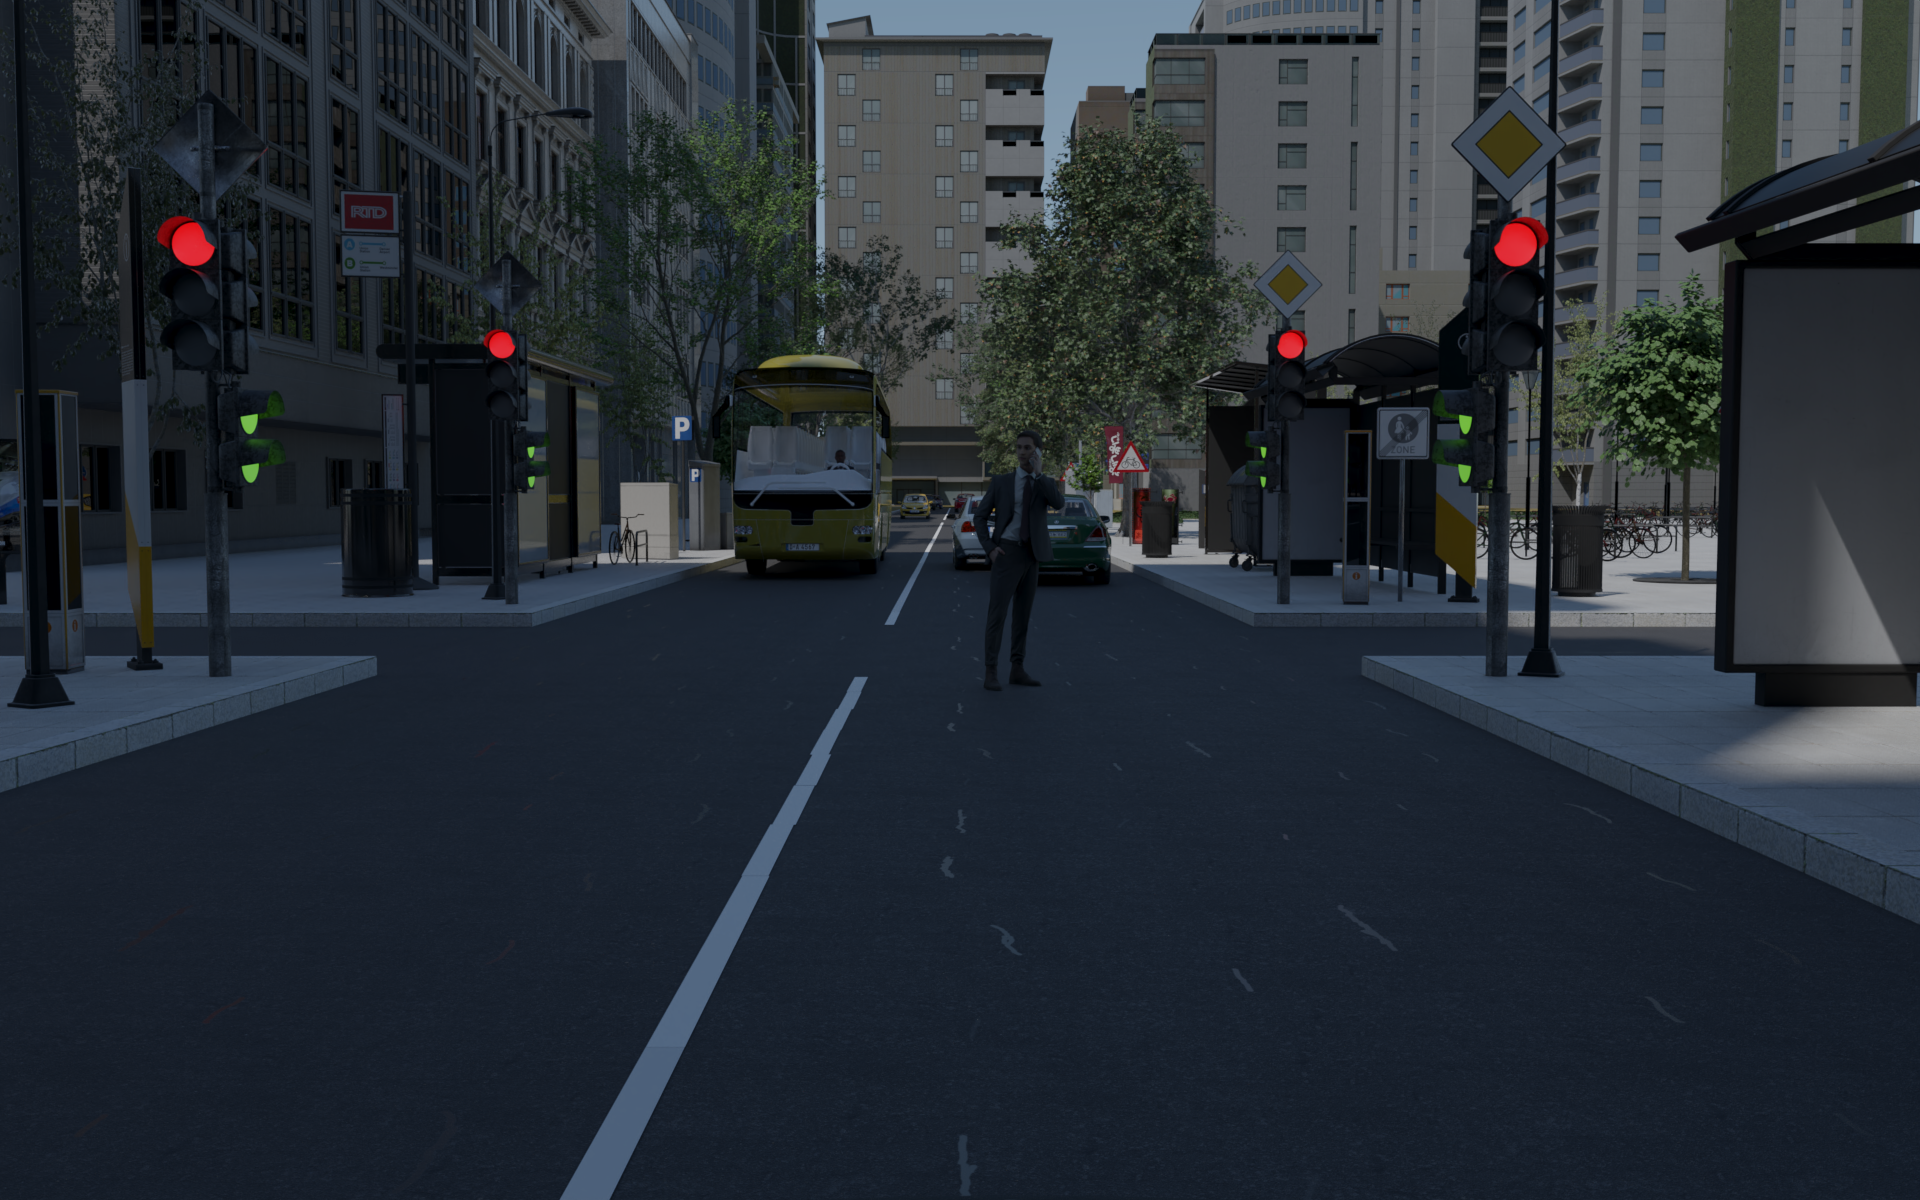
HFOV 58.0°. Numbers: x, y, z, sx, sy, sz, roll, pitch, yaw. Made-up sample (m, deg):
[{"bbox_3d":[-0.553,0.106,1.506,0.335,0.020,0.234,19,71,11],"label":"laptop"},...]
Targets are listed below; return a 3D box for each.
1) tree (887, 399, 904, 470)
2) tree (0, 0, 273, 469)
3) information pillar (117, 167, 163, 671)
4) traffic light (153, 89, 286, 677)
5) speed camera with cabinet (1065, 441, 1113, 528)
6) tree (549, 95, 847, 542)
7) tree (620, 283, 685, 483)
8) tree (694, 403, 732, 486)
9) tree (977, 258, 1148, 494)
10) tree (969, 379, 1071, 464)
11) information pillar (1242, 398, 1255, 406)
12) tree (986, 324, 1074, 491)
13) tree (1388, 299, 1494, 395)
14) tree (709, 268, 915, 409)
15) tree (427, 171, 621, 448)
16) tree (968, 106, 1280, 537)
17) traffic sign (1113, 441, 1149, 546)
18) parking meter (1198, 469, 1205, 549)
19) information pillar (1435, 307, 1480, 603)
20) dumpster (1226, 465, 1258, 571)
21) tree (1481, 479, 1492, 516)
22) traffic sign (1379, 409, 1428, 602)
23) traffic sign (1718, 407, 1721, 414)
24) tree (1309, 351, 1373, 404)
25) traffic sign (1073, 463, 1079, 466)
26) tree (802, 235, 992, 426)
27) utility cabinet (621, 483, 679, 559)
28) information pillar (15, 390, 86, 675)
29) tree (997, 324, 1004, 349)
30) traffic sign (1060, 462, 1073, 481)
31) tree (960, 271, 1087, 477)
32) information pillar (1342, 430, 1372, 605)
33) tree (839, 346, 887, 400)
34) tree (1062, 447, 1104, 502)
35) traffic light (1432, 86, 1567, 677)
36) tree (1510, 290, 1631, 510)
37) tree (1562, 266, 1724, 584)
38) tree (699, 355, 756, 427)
[{"bbox_3d":[-6.539,-9.816,110.854,4.737,8.622,4.395,0,3,0],"label":"tree"},{"bbox_3d":[-11.107,-4.453,23.176,4.360,8.622,3.978,0,3,0],"label":"tree"},{"bbox_3d":[-6.048,-1.306,12.706,0.183,3.616,0.504,-3,4,-36],"label":"information pillar"},{"bbox_3d":[-5.194,-1.417,12.083,0.839,4.253,0.868,0,3,0],"label":"traffic light"},{"bbox_3d":[4.816,-4.296,64.577,2.038,3.252,0.660,-3,5,-43],"label":"speed camera with cabinet"},{"bbox_3d":[-6.899,-7.382,46.456,9.928,11.665,9.643,0,3,0],"label":"tree"},{"bbox_3d":[-11.171,-6.675,59.505,4.737,8.622,4.395,0,3,0],"label":"tree"},{"bbox_3d":[-6.526,-4.291,53.871,4.285,4.588,4.351,0,3,0],"label":"tree"},{"bbox_3d":[4.928,-9.709,76.864,7.486,12.596,7.792,0,3,0],"label":"tree"},{"bbox_3d":[4.548,-10.708,109.487,8.767,10.594,7.601,0,4,8],"label":"tree"},{"bbox_3d":[6.611,-2.961,39.763,0.504,3.616,0.183,-1,4,-19],"label":"information pillar"},{"bbox_3d":[5.191,-10.005,89.342,9.928,11.665,9.643,0,3,0],"label":"tree"},{"bbox_3d":[17.848,-7.004,64.873,4.360,8.622,3.978,0,3,0],"label":"tree"},{"bbox_3d":[-6.327,-8.418,72.049,8.767,10.594,7.601,-2,4,-33],"label":"tree"},{"bbox_3d":[-10.129,-5.466,39.727,4.737,8.622,4.395,0,3,0],"label":"tree"},{"bbox_3d":[5.058,-8.244,51.793,9.611,12.733,9.660,0,3,0],"label":"tree"},{"bbox_3d":[4.177,-2.593,42.394,0.884,2.594,0.081,0,4,7],"label":"traffic sign"},{"bbox_3d":[5.819,-2.144,40.770,0.399,1.863,0.255,1,4,8],"label":"parking meter"},{"bbox_3d":[5.908,-1.782,20.496,0.504,3.616,0.183,2,4,26],"label":"information pillar"},{"bbox_3d":[5.274,-1.443,29.359,1.264,1.857,1.865,0,3,0],"label":"dumpster"},{"bbox_3d":[22.739,-4.886,74.483,1.663,3.219,1.824,0,3,0],"label":"tree"},{"bbox_3d":[5.246,-1.128,20.580,0.606,2.300,0.079,0,4,3],"label":"traffic sign"},{"bbox_3d":[5.450,-0.701,11.460,0.884,2.594,0.081,0,4,5],"label":"traffic sign"},{"bbox_3d":[18.904,-8.474,88.918,4.737,8.622,4.395,0,3,0],"label":"tree"},{"bbox_3d":[4.736,-4.332,70.942,0.768,2.556,0.104,1,4,8],"label":"traffic sign"},{"bbox_3d":[-5.402,-16.426,124.446,12.611,20.169,13.585,0,3,0],"label":"tree"},{"bbox_3d":[-6.095,-1.551,34.042,1.173,1.500,0.318,2,4,27],"label":"utility cabinet"},{"bbox_3d":[-6.495,-0.482,12.379,0.304,2.012,0.304,0,4,-4],"label":"information pillar"},{"bbox_3d":[3.285,-19.412,173.277,12.611,20.169,13.585,0,3,0],"label":"tree"},{"bbox_3d":[4.506,-4.302,70.340,0.884,2.594,0.081,0,4,4],"label":"traffic sign"},{"bbox_3d":[4.901,-11.826,100.006,9.857,13.997,8.962,0,3,0],"label":"tree"},{"bbox_3d":[4.605,-0.956,20.117,0.304,2.012,0.304,1,4,10],"label":"information pillar"},{"bbox_3d":[-6.323,-8.161,83.796,4.737,8.622,4.395,0,3,0],"label":"tree"},{"bbox_3d":[4.694,-4.104,61.698,1.663,3.219,1.824,0,3,0],"label":"tree"},{"bbox_3d":[3.767,-1.418,12.111,0.839,4.253,0.868,0,3,0],"label":"traffic light"},{"bbox_3d":[22.436,-6.892,63.045,4.737,8.622,4.395,0,3,0],"label":"tree"},{"bbox_3d":[10.571,-2.542,25.270,4.285,4.588,4.351,0,3,0],"label":"tree"},{"bbox_3d":[-11.097,-8.501,89.349,4.360,8.622,3.978,0,3,0],"label":"tree"}]
